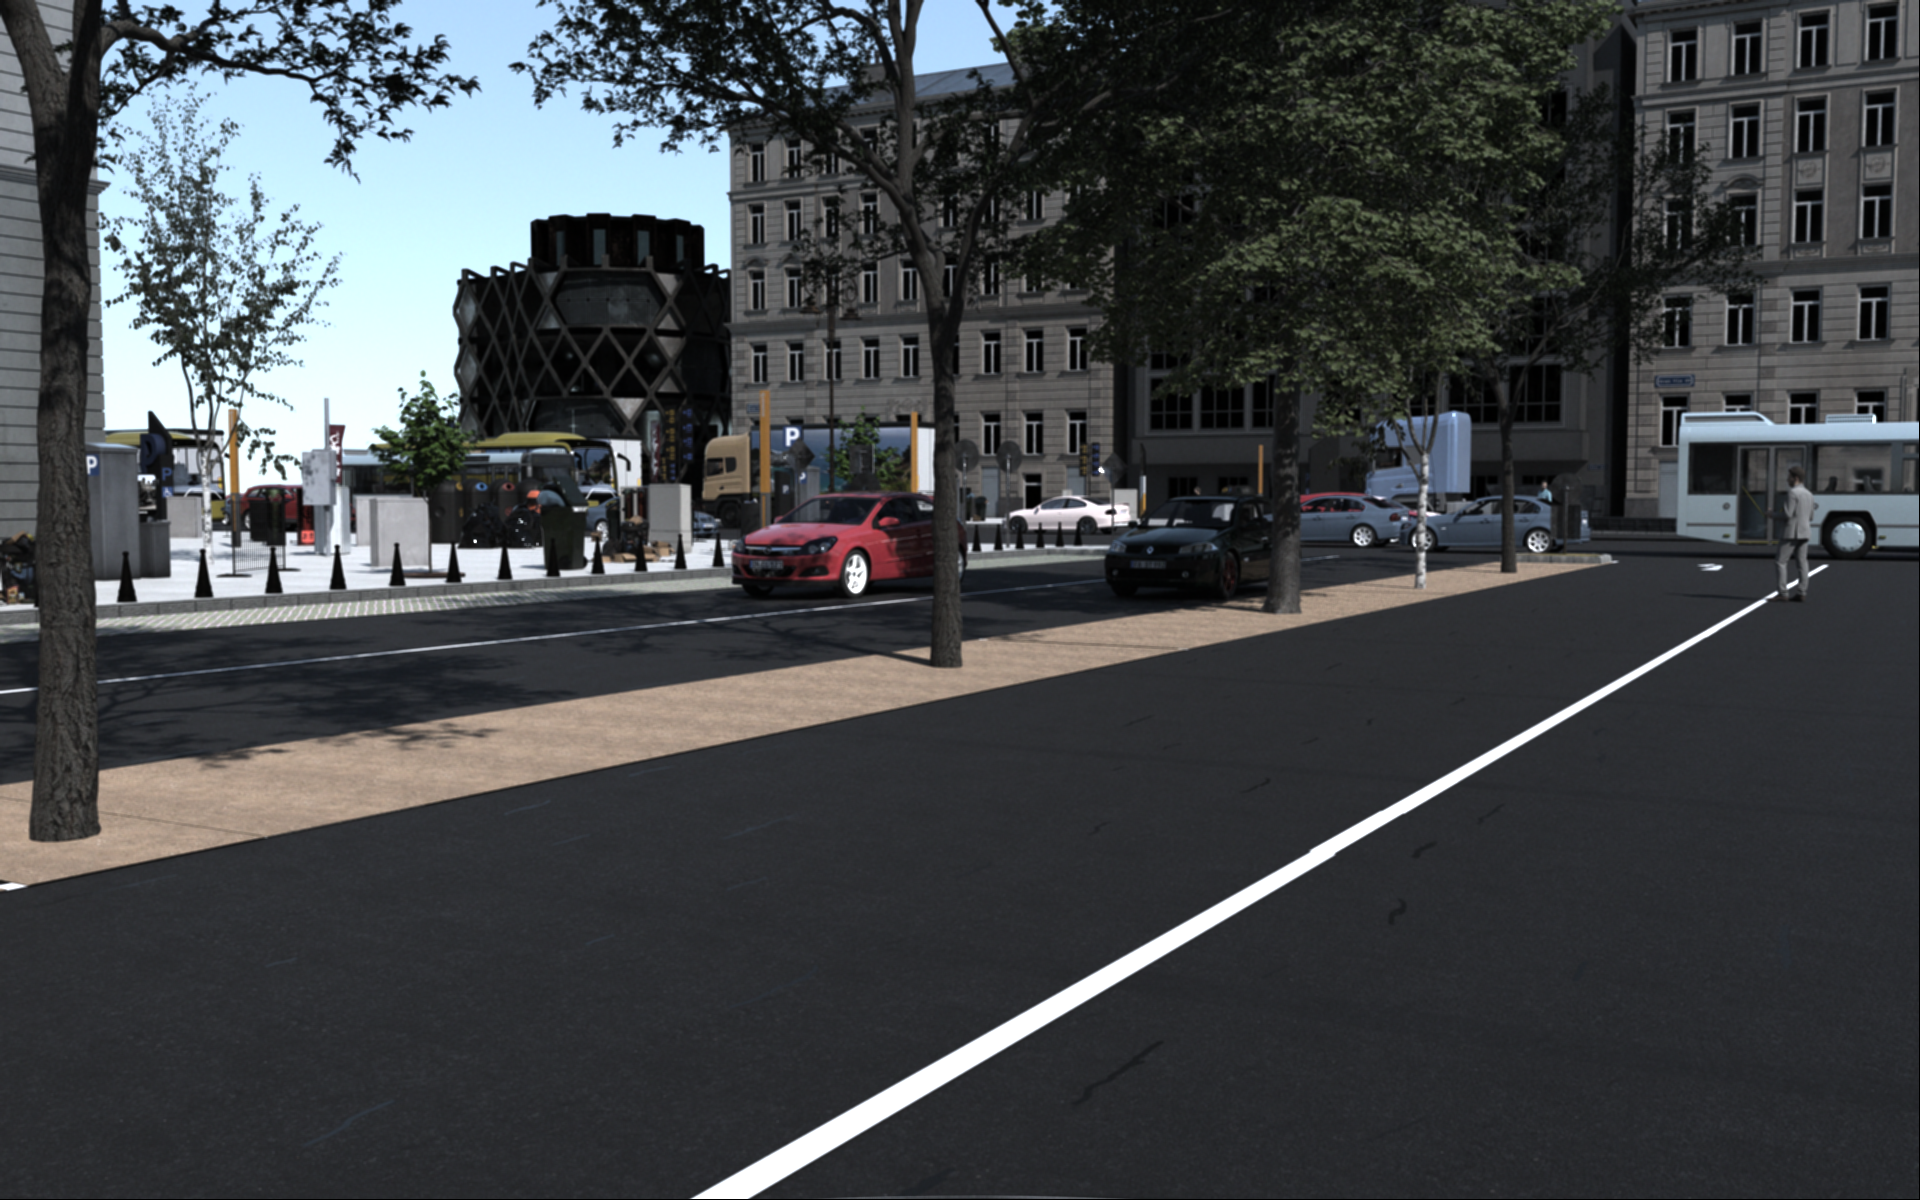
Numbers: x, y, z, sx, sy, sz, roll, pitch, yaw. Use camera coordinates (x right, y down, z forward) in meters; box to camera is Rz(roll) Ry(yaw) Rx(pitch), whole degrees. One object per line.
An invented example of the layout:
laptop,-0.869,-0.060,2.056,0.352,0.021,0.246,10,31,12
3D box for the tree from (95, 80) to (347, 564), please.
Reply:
tree,-13.549,-4.945,31.221,4.360,8.622,3.978,0,3,0

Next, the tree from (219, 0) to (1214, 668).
tree,0.080,-4.734,14.279,8.767,10.594,7.601,2,4,30

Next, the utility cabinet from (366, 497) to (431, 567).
utility cabinet,-9.943,-1.200,30.776,1.020,1.237,0.306,-3,5,-44

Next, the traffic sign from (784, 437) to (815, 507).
traffic sign,-3.260,-2.069,35.017,0.795,2.450,0.064,2,4,32

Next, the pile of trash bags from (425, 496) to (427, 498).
pile of trash bags,-15.215,-2.427,49.434,3.447,1.369,1.912,-1,4,-14

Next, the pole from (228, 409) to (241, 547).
pole,-17.417,-2.920,41.582,0.158,3.312,0.155,0,3,0

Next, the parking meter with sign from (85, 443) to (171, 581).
parking meter with sign,-12.651,-1.810,25.854,0.543,3.016,1.738,1,4,23

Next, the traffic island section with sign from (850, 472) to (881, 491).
traffic island section with sign,-2.008,-1.358,30.837,1.989,1.847,2.006,2,4,30

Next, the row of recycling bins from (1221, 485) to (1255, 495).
row of recycling bins,13.098,-4.552,81.539,1.069,1.692,3.534,0,4,-5

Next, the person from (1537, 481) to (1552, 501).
person,17.826,-2.715,52.748,0.748,1.841,0.638,0,4,-7

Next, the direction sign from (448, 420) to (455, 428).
direction sign,-15.507,-3.686,52.271,0.876,3.537,0.379,3,4,36

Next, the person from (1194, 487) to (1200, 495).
person,9.008,-3.443,65.795,0.522,1.701,0.512,1,4,14

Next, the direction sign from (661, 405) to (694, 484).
direction sign,-7.140,-3.185,44.079,0.876,3.537,0.379,2,4,27

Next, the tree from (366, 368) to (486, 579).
tree,-8.328,-1.963,26.697,1.663,3.219,1.824,0,3,0

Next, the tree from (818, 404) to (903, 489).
tree,-2.002,-2.604,37.180,1.663,3.219,1.824,0,3,0

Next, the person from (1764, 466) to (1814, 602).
person,11.070,-0.883,23.132,0.606,1.804,0.583,-3,4,-38

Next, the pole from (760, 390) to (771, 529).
pole,-3.841,-2.466,34.165,0.158,3.312,0.155,0,3,0

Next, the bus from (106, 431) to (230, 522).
bus,-34.318,-4.795,69.946,12.252,3.916,2.896,2,4,31

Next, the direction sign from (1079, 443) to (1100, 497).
direction sign,5.686,-5.146,76.136,0.876,3.537,0.379,0,4,7

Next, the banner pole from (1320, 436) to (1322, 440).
banner pole,15.662,-5.164,74.450,0.401,3.779,0.863,-3,5,-41

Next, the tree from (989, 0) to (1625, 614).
tree,3.986,-6.128,20.777,7.486,12.596,7.792,0,3,0

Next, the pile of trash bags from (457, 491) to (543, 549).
pile of trash bags,-10.811,-1.980,42.118,1.912,1.369,3.447,0,4,6

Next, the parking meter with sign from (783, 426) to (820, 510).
parking meter with sign,-3.963,-2.999,45.289,0.543,3.016,1.738,1,4,23

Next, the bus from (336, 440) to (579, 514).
bus,-20.006,-4.452,67.652,13.247,3.499,2.948,2,4,32

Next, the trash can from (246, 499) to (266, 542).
trash can,-18.821,-2.143,46.688,0.748,1.137,0.748,0,3,0

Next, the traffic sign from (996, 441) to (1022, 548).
traffic sign,1.148,-2.526,41.412,0.768,2.556,0.104,3,4,39

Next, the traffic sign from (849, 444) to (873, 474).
traffic sign,-2.053,-2.064,35.869,0.606,2.300,0.079,2,4,33

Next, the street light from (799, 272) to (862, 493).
street light,-2.552,-3.772,34.453,0.468,5.910,1.993,2,4,30

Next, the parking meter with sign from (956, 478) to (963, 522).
parking meter with sign,-0.283,-5.016,78.270,0.543,3.016,1.738,1,4,20

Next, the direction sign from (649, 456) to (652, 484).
direction sign,-18.201,-6.742,102.229,0.379,3.537,0.876,-2,4,-27

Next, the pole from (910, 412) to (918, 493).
pole,-1.143,-3.009,43.042,0.158,3.312,0.155,0,3,0

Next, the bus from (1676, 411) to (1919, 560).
bus,22.525,-2.568,36.848,13.247,3.499,2.948,2,4,29

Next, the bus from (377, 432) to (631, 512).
bus,-19.038,-4.837,70.635,12.252,3.916,2.896,2,4,31

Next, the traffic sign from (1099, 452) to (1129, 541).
traffic sign,3.652,-2.306,41.339,0.795,2.450,0.064,2,4,30

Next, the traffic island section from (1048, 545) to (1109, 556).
traffic island section,3.628,-1.170,41.413,2.009,0.180,2.903,2,4,30

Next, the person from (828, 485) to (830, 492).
person,-4.358,-2.994,58.152,0.576,1.737,0.504,2,4,27

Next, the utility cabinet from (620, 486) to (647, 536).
utility cabinet,-8.474,-2.291,46.133,1.173,1.500,0.318,1,4,22

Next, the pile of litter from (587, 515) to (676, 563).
pile of litter,-6.184,-1.151,32.778,1.719,0.858,1.176,0,4,6

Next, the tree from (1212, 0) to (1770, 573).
tree,10.118,-5.775,31.294,8.767,10.594,7.601,2,4,30

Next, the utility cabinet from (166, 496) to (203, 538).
utility cabinet,-22.683,-2.417,50.682,1.020,1.237,0.306,1,4,15

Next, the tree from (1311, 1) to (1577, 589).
tree,7.045,-4.481,26.076,4.360,8.622,3.978,0,3,0

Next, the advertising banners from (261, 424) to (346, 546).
advertising banners,-16.300,-2.869,43.097,2.074,3.025,0.090,-3,4,-37

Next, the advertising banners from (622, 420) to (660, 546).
advertising banners,-7.655,-2.779,41.630,0.090,3.025,2.074,-2,4,-35

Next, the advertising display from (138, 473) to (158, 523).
advertising display,-25.494,-2.975,53.853,0.974,1.923,0.123,-2,4,-29

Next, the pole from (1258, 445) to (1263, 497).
pole,12.492,-4.779,71.978,0.158,3.312,0.155,0,3,0

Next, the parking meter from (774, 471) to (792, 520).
parking meter,-4.435,-2.306,43.410,0.399,1.863,0.255,-3,5,-45

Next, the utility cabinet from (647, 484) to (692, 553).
utility cabinet,-6.307,-1.779,37.767,0.318,1.500,1.173,-3,5,-44

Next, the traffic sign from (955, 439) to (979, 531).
traffic sign,0.101,-2.455,40.243,0.768,2.556,0.104,2,4,33

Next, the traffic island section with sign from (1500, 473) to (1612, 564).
traffic island section with sign,12.659,-1.737,36.544,2.006,1.907,1.989,2,4,30

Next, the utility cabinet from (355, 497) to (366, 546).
utility cabinet,-14.350,-1.928,42.689,1.020,1.237,0.306,-1,4,-19

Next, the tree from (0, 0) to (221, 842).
tree,-3.544,-4.301,7.193,8.767,10.594,7.601,2,4,30

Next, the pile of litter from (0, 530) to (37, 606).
pile of litter,-11.395,-0.396,20.444,1.176,0.858,1.719,0,4,1

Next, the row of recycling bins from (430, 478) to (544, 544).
row of recycling bins,-12.556,-2.382,46.061,1.069,1.692,3.534,3,4,38

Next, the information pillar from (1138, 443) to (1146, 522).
information pillar,8.337,-5.364,79.060,0.183,3.616,0.504,-1,4,-15

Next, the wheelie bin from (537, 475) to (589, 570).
wheelie bin,-6.760,-1.315,29.408,0.693,1.594,0.980,1,4,15
